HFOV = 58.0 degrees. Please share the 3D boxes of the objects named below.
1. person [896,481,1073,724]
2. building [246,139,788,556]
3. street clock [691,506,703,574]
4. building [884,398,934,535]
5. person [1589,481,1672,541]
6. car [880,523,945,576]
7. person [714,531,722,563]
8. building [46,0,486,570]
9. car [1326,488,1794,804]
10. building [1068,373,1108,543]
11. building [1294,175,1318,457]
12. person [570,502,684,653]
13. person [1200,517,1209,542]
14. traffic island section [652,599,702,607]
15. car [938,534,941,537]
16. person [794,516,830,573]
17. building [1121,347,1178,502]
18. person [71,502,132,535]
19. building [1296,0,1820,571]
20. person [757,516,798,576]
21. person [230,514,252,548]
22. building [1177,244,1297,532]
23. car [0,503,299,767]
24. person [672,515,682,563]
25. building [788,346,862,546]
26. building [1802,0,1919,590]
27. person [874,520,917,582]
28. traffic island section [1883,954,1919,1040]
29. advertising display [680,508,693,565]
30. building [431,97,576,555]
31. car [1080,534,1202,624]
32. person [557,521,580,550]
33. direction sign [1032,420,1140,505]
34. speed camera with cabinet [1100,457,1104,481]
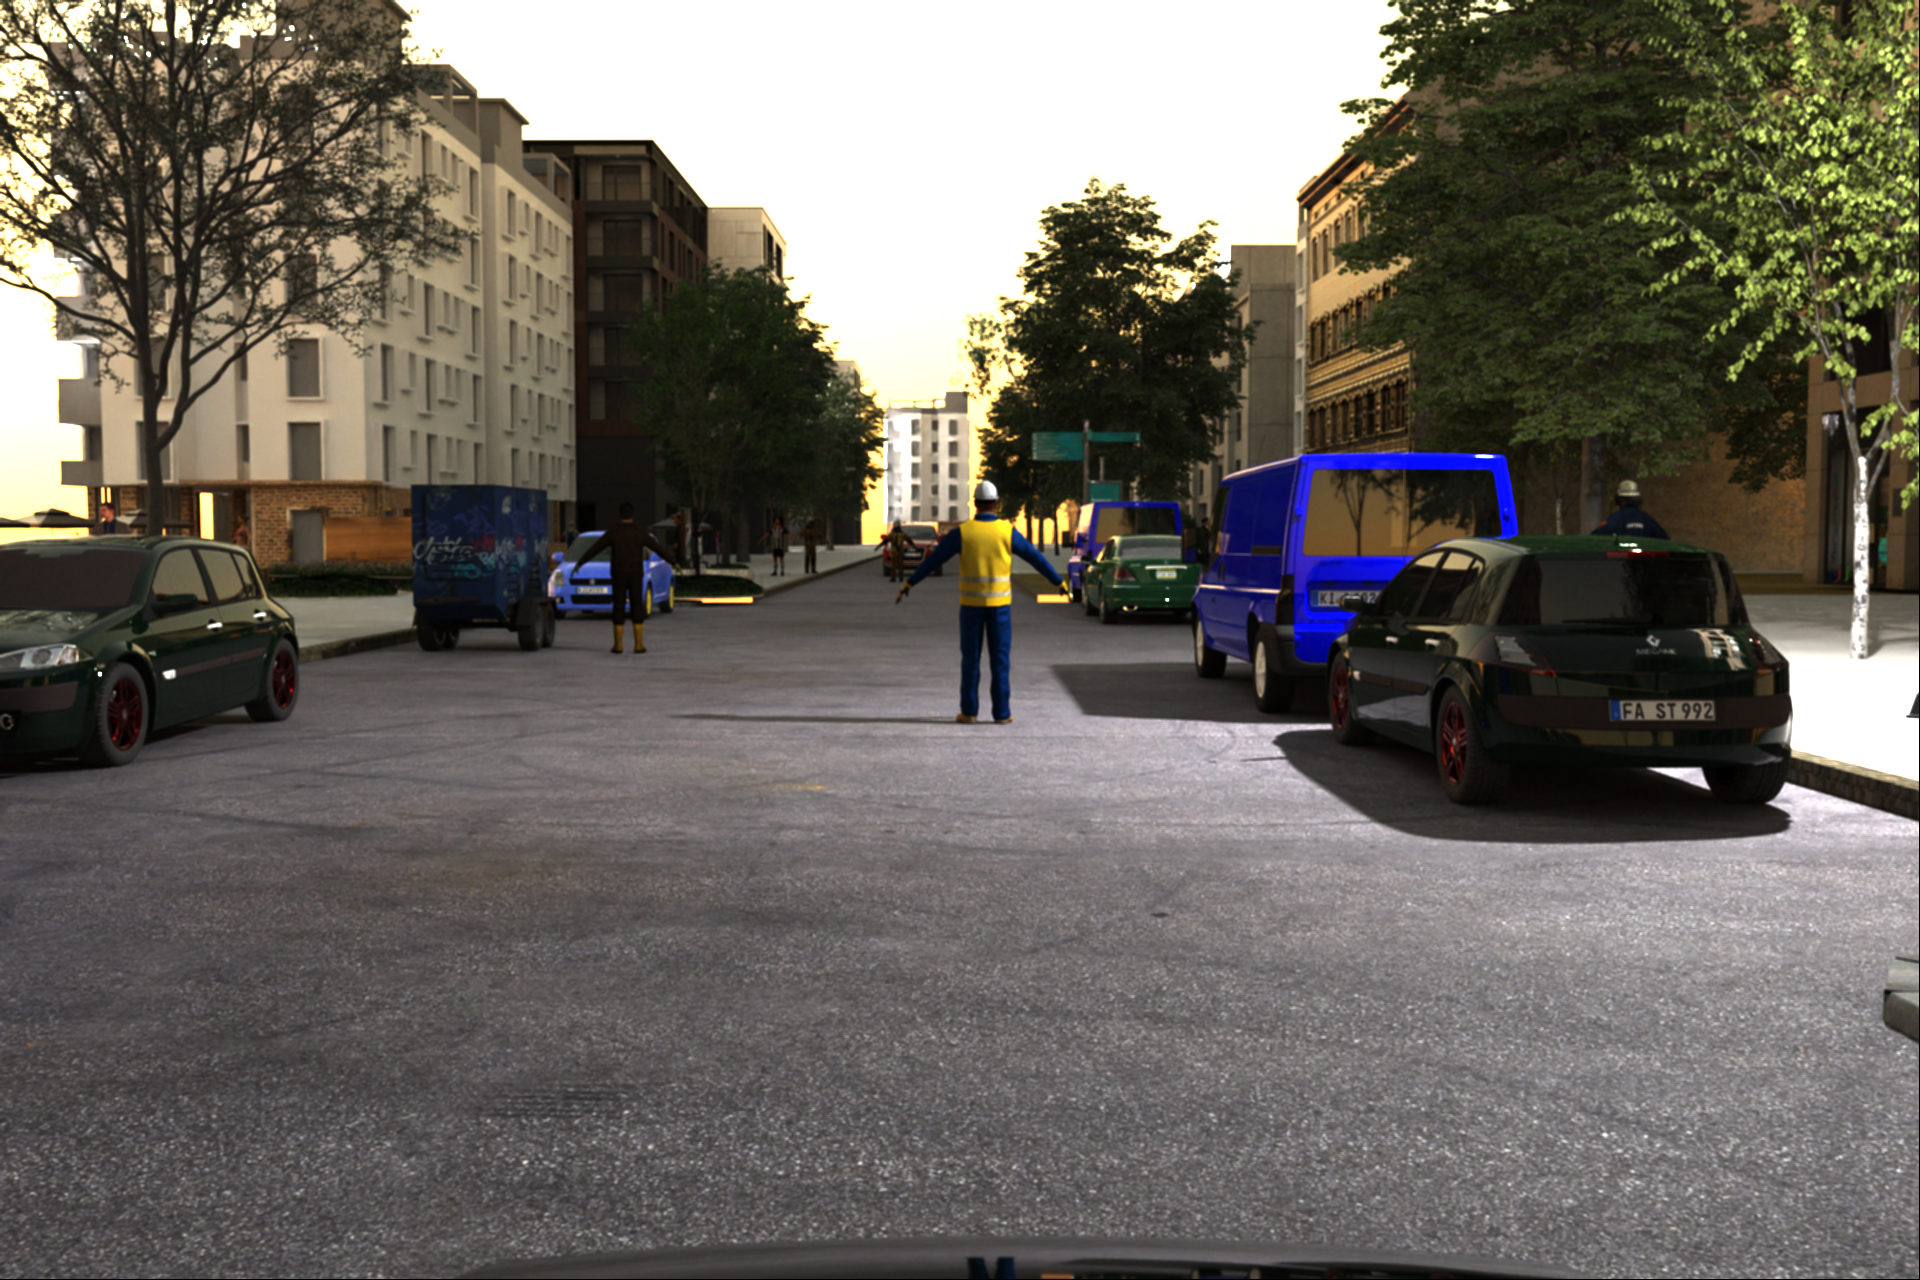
[{"bbox_3d":[0.190,-0.287,13.126,1.349,1.833,0.705,0,4,-2],"label":"person"},{"bbox_3d":[-26.265,-16.053,106.443,27.936,21.610,32.646,0,4,1],"label":"building"},{"bbox_3d":[-6.850,-2.470,44.956,0.358,2.002,0.471,0,4,1],"label":"street clock"},{"bbox_3d":[-9.798,-22.888,233.091,11.380,20.090,16.016,0,4,1],"label":"building"},{"bbox_3d":[7.081,-0.769,18.443,1.351,1.845,0.704,0,4,-7],"label":"person"},{"bbox_3d":[-1.619,-3.167,60.456,2.281,1.827,5.304,0,4,-1],"label":"car"},{"bbox_3d":[-10.155,-3.909,73.175,0.599,1.433,0.991,0,4,-1],"label":"person"},{"bbox_3d":[-25.057,-12.474,60.373,16.016,20.090,11.380,0,3,0],"label":"building"},{"bbox_3d":[3.441,-0.048,10.576,2.009,1.686,4.222,0,4,-1],"label":"car"},{"bbox_3d":[21.980,-22.181,193.590,19.493,23.208,18.063,0,3,0],"label":"building"},{"bbox_3d":[23.209,-14.450,92.672,16.016,20.090,11.380,0,4,-1],"label":"building"},{"bbox_3d":[-4.009,-0.751,20.874,1.346,1.812,0.704,-1,4,-10],"label":"person"},{"bbox_3d":[8.162,-3.155,57.513,0.705,1.837,1.347,1,4,17],"label":"person"},{"bbox_3d":[-6.236,-0.729,34.785,1.991,0.108,1.994,0,4,-1],"label":"traffic island section"},{"bbox_3d":[-1.809,-7.669,137.183,2.131,1.459,4.920,0,4,-1],"label":"car"},{"bbox_3d":[-4.865,-3.100,56.448,1.354,1.858,0.705,-3,4,-36],"label":"person"},{"bbox_3d":[25.052,-18.244,164.739,16.747,18.905,31.486,0,4,-1],"label":"building"},{"bbox_3d":[-12.696,-1.170,25.699,0.617,1.759,0.750,1,4,9],"label":"person"},{"bbox_3d":[24.888,-14.562,69.025,19.493,23.208,18.063,0,4,-1],"label":"building"},{"bbox_3d":[-5.591,-2.879,53.212,1.345,1.843,0.704,1,4,16],"label":"person"},{"bbox_3d":[-16.547,-2.016,39.770,0.721,1.733,1.217,-3,5,-44],"label":"person"},{"bbox_3d":[24.784,-15.170,114.492,16.747,18.905,31.486,0,4,0],"label":"building"},{"bbox_3d":[-6.008,-0.129,11.891,2.009,1.686,4.222,0,4,0],"label":"car"},{"bbox_3d":[-7.686,-2.501,47.120,0.704,1.802,1.346,-1,4,-12],"label":"person"},{"bbox_3d":[-26.343,-21.832,200.931,27.936,21.610,32.646,0,4,0],"label":"building"},{"bbox_3d":[29.749,-13.478,23.562,19.350,26.588,34.151,0,4,0],"label":"building"},{"bbox_3d":[-1.898,-2.677,51.997,1.354,1.858,0.705,-1,4,-21],"label":"person"},{"bbox_3d":[3.708,1.111,4.702,1.991,0.108,1.994,0,4,0],"label":"traffic island section"},{"bbox_3d":[-6.806,-2.317,43.104,0.123,1.923,0.974,0,4,1],"label":"advertising display"},{"bbox_3d":[-24.709,-13.462,76.529,16.016,20.090,11.380,0,4,-1],"label":"building"},{"bbox_3d":[3.128,-1.052,28.992,2.131,1.459,4.920,0,4,-1],"label":"car"},{"bbox_3d":[-16.807,-4.230,75.012,1.347,1.847,0.705,0,4,6],"label":"person"},{"bbox_3d":[2.964,-3.133,39.986,2.525,3.948,1.411,0,4,-1],"label":"direction sign"},{"bbox_3d":[3.860,-3.025,43.800,0.660,3.252,2.038,0,4,-2],"label":"speed camera with cabinet"}]
